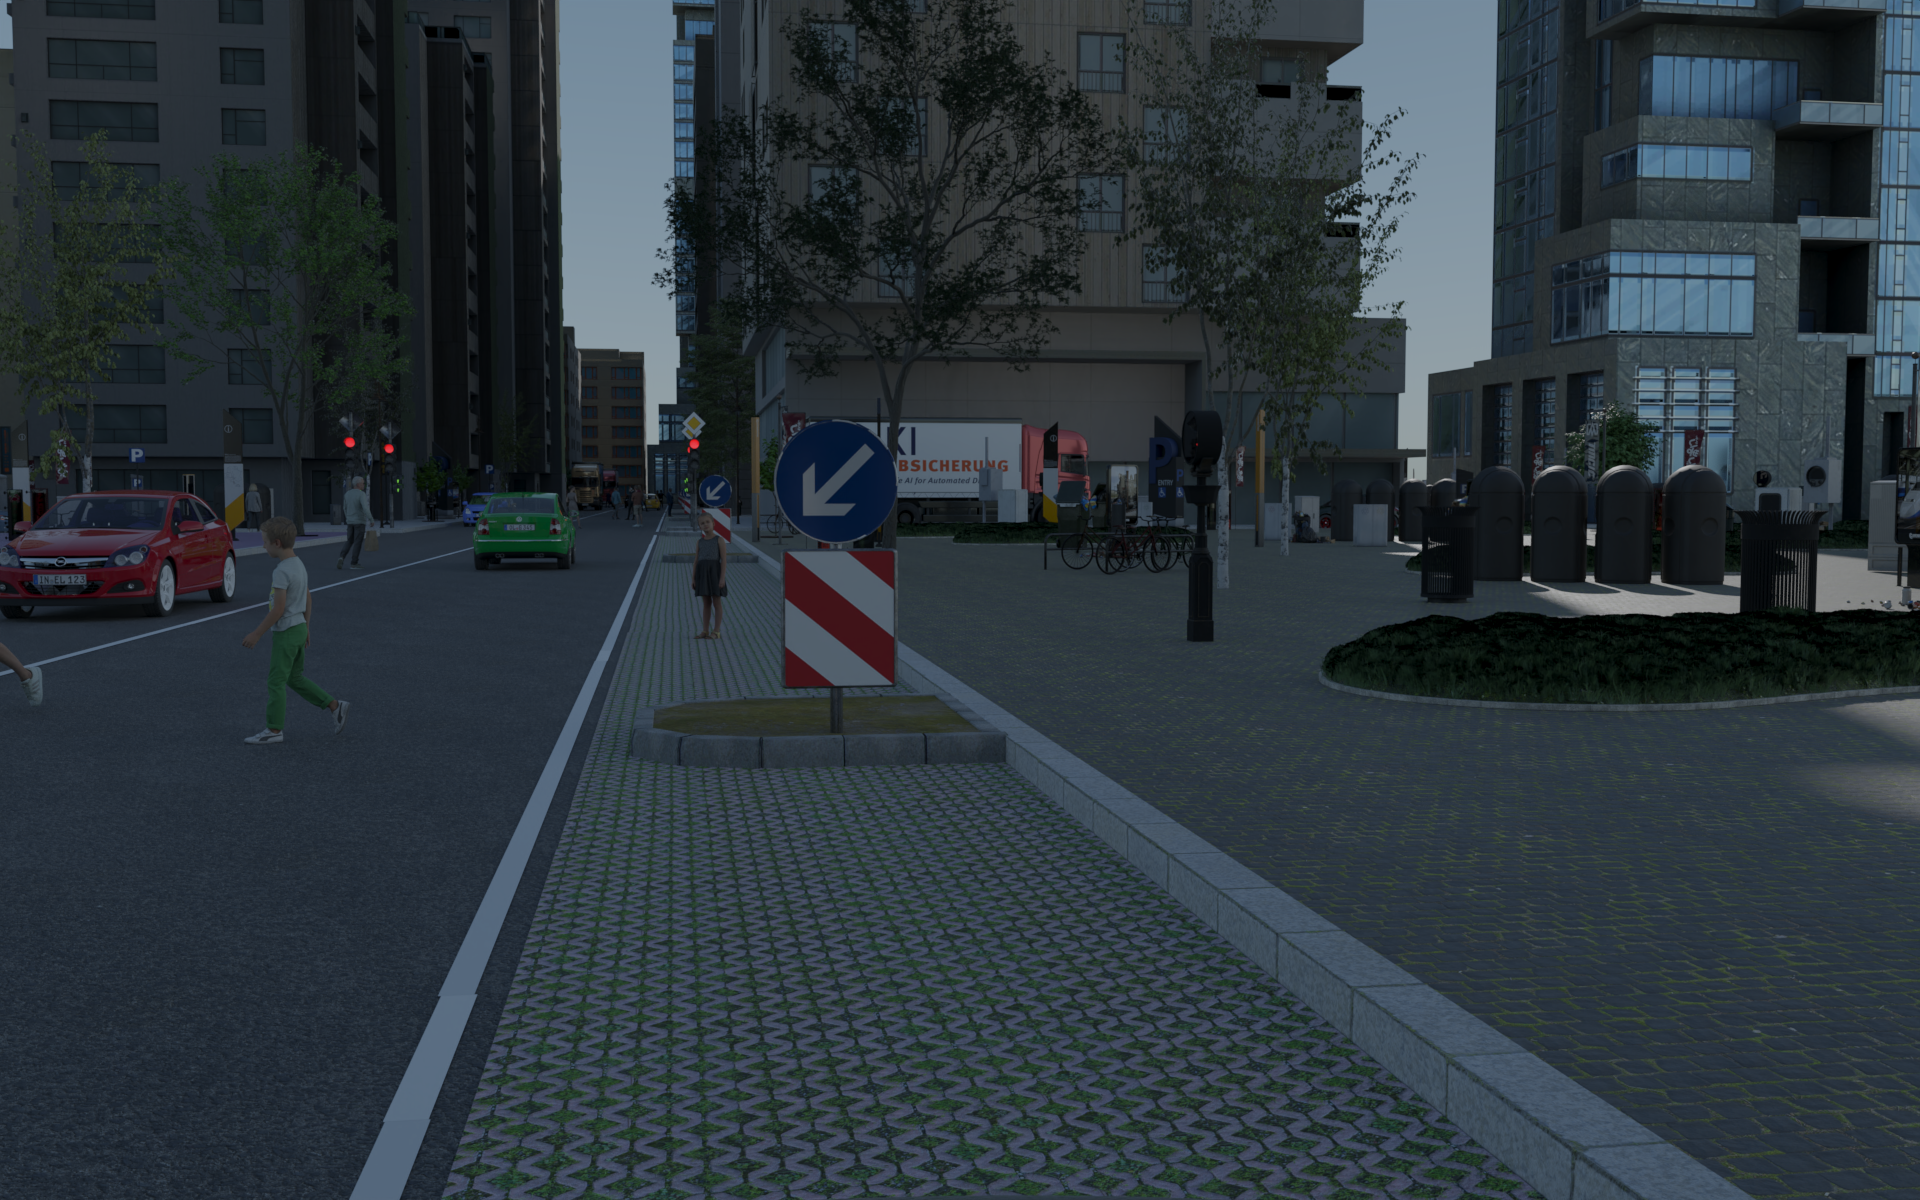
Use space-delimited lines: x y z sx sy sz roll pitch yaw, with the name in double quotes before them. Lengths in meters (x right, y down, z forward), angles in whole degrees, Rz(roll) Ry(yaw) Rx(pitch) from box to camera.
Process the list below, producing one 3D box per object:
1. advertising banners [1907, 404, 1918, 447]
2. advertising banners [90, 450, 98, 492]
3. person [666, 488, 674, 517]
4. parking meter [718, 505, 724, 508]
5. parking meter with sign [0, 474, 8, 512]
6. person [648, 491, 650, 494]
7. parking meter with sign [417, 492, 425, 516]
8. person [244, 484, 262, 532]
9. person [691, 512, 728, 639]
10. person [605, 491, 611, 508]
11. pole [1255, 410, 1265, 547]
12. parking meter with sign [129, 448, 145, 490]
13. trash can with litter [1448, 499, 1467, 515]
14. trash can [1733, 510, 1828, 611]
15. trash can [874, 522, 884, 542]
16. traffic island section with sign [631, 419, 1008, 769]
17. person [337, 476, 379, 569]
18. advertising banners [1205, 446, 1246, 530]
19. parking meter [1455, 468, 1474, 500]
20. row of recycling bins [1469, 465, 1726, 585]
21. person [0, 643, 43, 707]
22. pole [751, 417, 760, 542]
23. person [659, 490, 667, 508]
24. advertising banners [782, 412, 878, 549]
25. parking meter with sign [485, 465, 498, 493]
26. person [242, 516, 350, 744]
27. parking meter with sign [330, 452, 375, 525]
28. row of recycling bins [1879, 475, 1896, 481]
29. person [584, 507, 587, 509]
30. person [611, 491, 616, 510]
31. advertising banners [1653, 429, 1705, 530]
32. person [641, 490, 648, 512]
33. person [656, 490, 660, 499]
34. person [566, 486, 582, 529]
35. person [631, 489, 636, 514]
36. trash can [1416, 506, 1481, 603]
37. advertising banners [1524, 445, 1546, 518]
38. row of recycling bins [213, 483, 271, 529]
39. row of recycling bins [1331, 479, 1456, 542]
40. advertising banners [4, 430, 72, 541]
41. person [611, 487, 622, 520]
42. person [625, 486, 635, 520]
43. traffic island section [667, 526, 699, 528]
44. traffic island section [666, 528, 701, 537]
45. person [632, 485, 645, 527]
"advertising banners" 18.779 -2.359 34.755 0.090 3.025 2.074 1 4 9
"advertising banners" -33.578 -4.350 67.304 0.090 3.025 2.074 -3 5 -39
"person" -18.348 -6.168 109.532 0.419 1.800 0.721 1 4 17
"parking meter" -11.488 -4.742 83.243 0.255 1.863 0.399 0 4 -3
"parking meter with sign" -37.360 -4.339 67.197 0.543 3.016 1.738 2 4 34
"person" -38.746 -12.678 215.918 0.705 1.807 1.348 -2 4 -29
"parking meter with sign" -31.654 -6.351 100.096 1.738 3.016 0.543 2 4 29
"person" -24.774 -3.173 60.560 0.709 1.800 0.728 1 4 9
"person" -2.462 -0.235 17.018 0.362 1.253 0.373 2 4 27
"person" -36.555 -10.462 180.005 0.683 1.767 0.568 0 4 1
"pole" 7.260 -2.941 41.929 0.158 3.312 0.155 0 3 0
"parking meter with sign" -31.538 -4.293 66.453 0.543 3.016 1.738 -2 4 -25
"trash can with litter" 11.211 -1.630 38.043 1.055 1.170 0.624 -2 4 -30
"trash can" 7.111 -0.208 15.048 0.748 1.137 0.748 0 3 0
"trash can" -2.142 -2.115 46.241 0.748 1.137 0.748 0 3 0
"traffic island section with sign" -0.881 -0.081 9.958 1.989 1.847 2.006 -1 4 -9
"person" -11.449 -1.465 32.941 0.782 1.767 0.515 2 4 27
"advertising banners" 9.545 -4.036 62.184 2.074 3.025 0.090 -3 4 -37
"parking meter" 11.449 -2.053 39.274 0.399 1.863 0.255 1 4 8
"row of recycling bins" 9.243 -1.110 25.261 3.534 1.692 1.069 1 4 22
"person" -6.374 -0.119 11.188 0.466 1.731 0.760 2 4 31
"pole" -5.442 -3.198 46.136 0.158 3.312 0.155 0 3 0
"person" -30.464 -10.298 176.500 1.348 1.869 0.705 0 4 6
"advertising banners" -2.786 -2.503 37.107 2.074 3.025 0.090 0 4 5
"parking meter with sign" -27.901 -6.563 103.567 0.543 3.016 1.738 0 4 -1
"person" -3.848 0.166 10.035 0.590 1.304 0.306 -2 4 -27
"parking meter with sign" -25.336 -4.643 72.178 1.738 3.016 0.543 -3 4 -38
"row of recycling bins" 21.253 -1.801 36.562 3.534 1.692 1.069 2 4 24
"person" -36.861 -9.843 169.874 0.683 1.767 0.568 2 4 33
"person" -31.579 -9.085 157.777 0.721 1.736 1.217 0 4 7
"advertising banners" 19.103 -3.114 47.105 2.074 3.025 0.090 1 4 20
"person" -25.535 -8.022 140.063 0.834 1.777 0.661 0 4 4
"person" -29.737 -9.876 170.074 0.705 1.812 1.348 -2 4 -29
"person" -15.974 -3.845 71.704 0.599 1.781 0.374 1 4 18
"person" -22.867 -6.886 121.434 0.599 1.781 0.374 2 4 34
"trash can" 5.790 -0.545 20.557 0.748 1.137 0.748 0 3 0
"advertising banners" 19.977 -4.028 62.041 2.074 3.025 0.090 0 4 -7
"row of recycling bins" -27.059 -3.553 65.203 3.534 1.692 1.069 3 5 43
"row of recycling bins" 11.922 -2.451 47.192 3.534 1.692 1.069 0 4 3
"advertising banners" -25.120 -3.121 47.223 2.074 3.025 0.090 1 4 9
"person" -19.317 -5.424 97.037 0.748 1.841 0.638 -3 5 -44
"person" -18.251 -5.393 96.036 0.648 1.900 0.474 3 5 42
"traffic island section" -10.346 -2.743 67.129 2.009 0.180 2.903 -1 4 -9
"traffic island section" -9.041 -2.261 59.251 2.009 0.180 2.903 -1 4 -9
"person" -14.156 -4.144 76.227 0.573 1.828 0.580 0 4 -3
